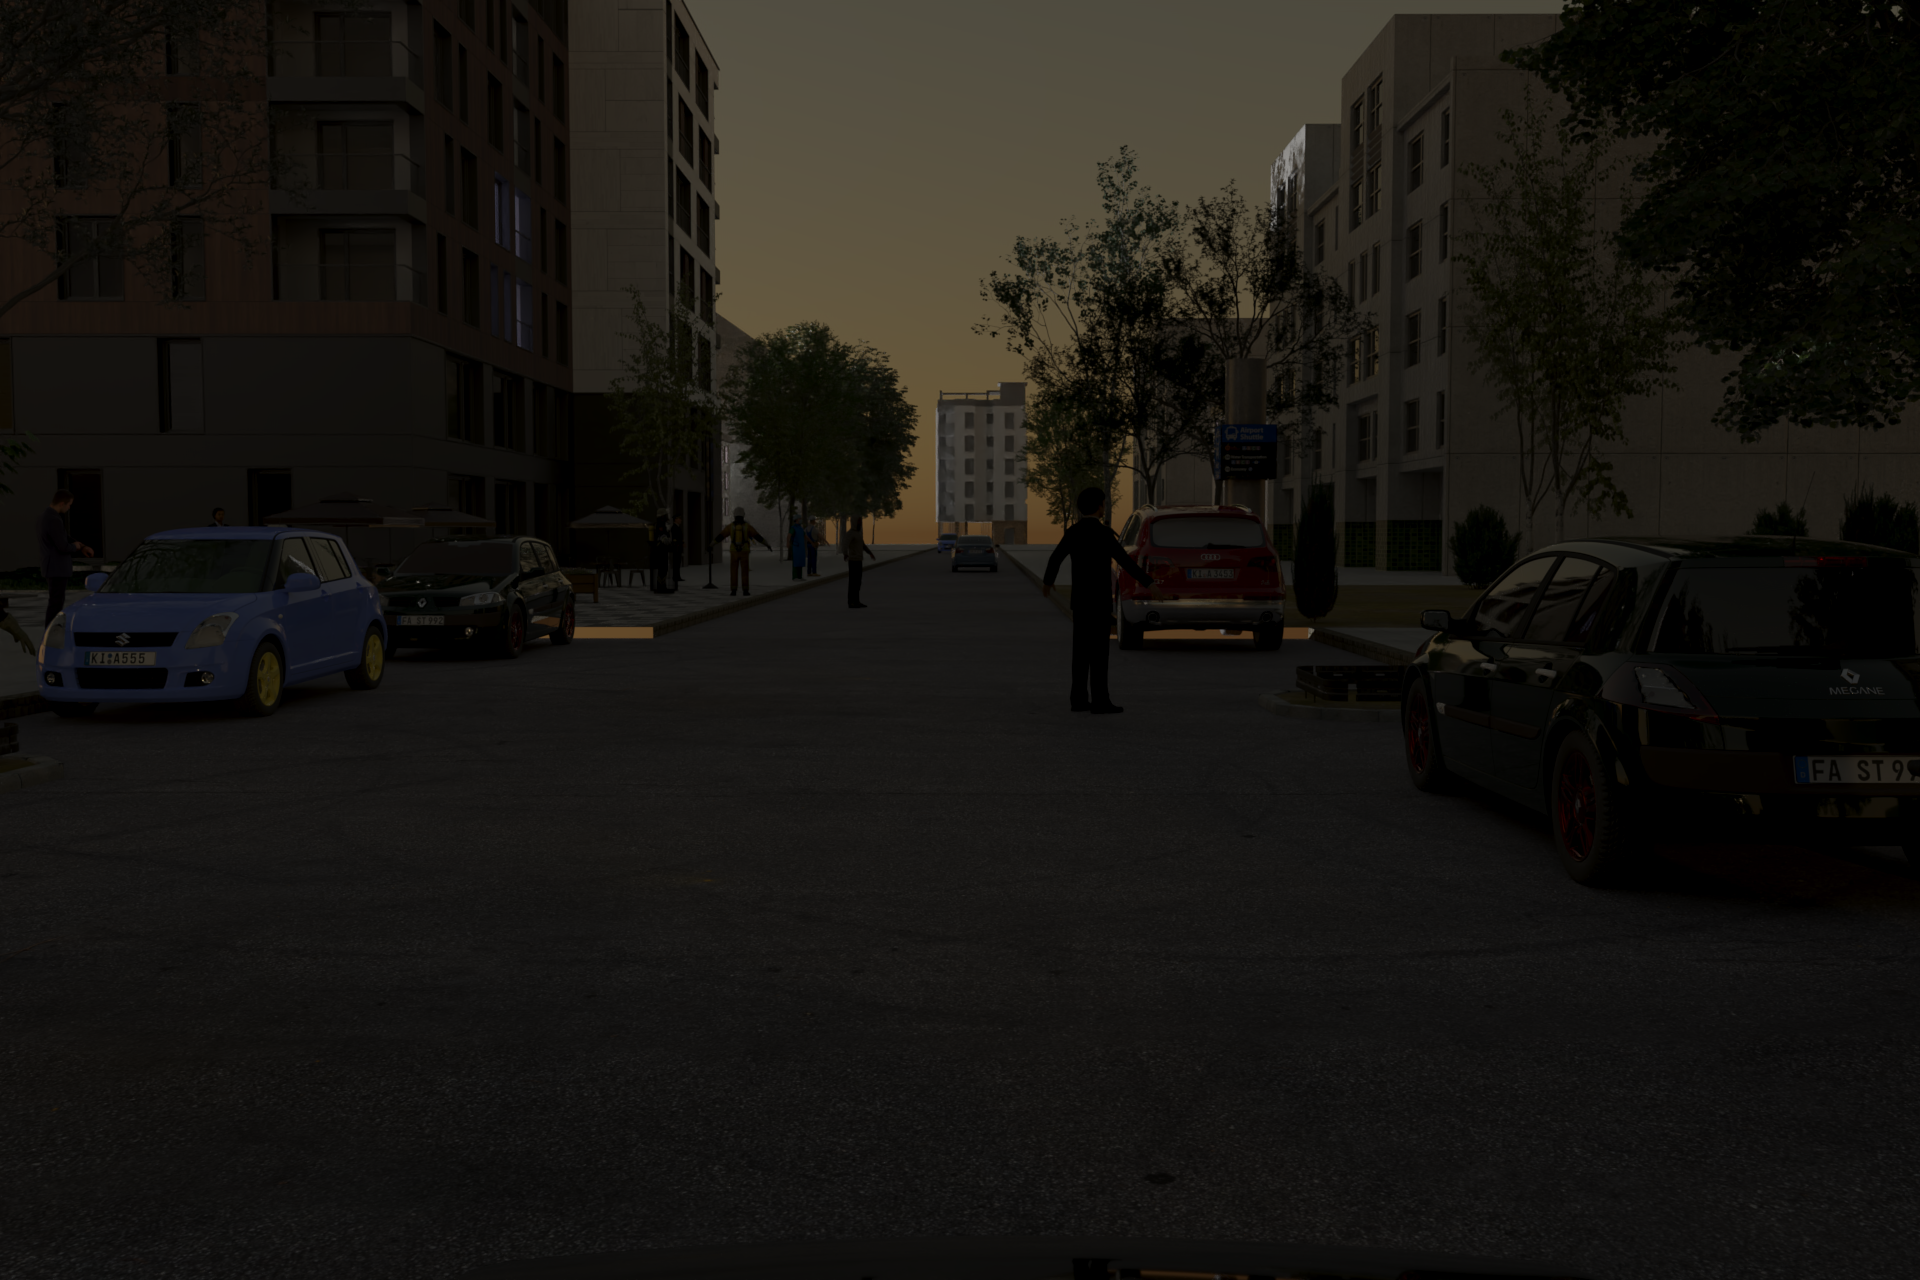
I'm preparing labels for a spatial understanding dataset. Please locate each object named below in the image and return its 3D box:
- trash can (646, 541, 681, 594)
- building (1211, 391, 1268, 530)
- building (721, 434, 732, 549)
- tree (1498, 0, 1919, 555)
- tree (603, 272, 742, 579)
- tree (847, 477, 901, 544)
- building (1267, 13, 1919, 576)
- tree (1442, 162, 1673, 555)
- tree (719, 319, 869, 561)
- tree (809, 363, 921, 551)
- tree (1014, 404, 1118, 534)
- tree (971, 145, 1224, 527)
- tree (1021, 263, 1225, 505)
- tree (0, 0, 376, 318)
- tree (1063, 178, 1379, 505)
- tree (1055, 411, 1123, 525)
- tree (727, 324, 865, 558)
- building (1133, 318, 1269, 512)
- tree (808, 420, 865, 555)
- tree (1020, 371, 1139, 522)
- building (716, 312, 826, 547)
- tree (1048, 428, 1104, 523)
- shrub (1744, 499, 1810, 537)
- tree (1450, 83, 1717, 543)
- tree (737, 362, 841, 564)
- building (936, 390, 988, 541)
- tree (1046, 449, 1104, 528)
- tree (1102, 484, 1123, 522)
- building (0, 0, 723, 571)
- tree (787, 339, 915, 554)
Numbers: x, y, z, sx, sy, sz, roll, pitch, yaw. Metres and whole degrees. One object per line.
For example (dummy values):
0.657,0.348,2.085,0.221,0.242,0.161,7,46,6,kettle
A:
-6.365,-1.564,37.221,0.748,1.137,0.748,0,3,0,trash can
21.058,-9.757,101.681,9.099,9.664,28.070,0,4,1,building
-24.165,-12.666,149.236,9.099,9.664,28.070,0,4,1,building
9.660,-6.727,16.637,9.857,13.997,8.962,0,3,0,tree
-8.338,-6.057,49.392,4.737,8.622,4.395,0,3,0,tree
-10.544,-17.223,216.005,7.601,10.594,8.767,0,4,-8,tree
23.166,-12.306,67.661,16.747,18.905,31.486,0,4,0,building
11.397,-5.172,34.921,4.360,8.622,3.978,0,3,0,tree
-7.988,-9.630,83.213,9.928,11.665,9.643,0,3,0,tree
-7.619,-13.598,128.986,9.857,13.997,8.962,0,3,0,tree
7.737,-12.188,125.028,9.928,11.665,9.643,0,3,0,tree
6.941,-14.146,87.169,12.611,20.169,13.585,0,3,0,tree
6.592,-7.648,59.453,8.767,10.594,7.601,-2,4,-31,tree
-11.433,-6.595,18.199,12.009,13.543,11.850,0,3,0,tree
6.797,-6.851,46.419,8.767,10.594,7.601,1,4,11,tree
7.801,-9.201,100.800,4.737,8.622,4.395,0,3,0,tree
-8.847,-10.750,93.884,7.486,12.596,7.792,0,3,0,tree
24.666,-17.356,150.236,16.747,18.905,31.486,0,4,1,building
-7.425,-9.473,105.242,4.360,8.622,3.978,0,3,0,tree
7.534,-11.206,108.975,9.928,11.665,9.643,0,3,0,tree
-24.068,-21.291,179.033,19.493,23.208,18.063,0,4,1,building
8.114,-10.215,117.371,4.737,8.622,4.395,0,3,0,tree
18.690,-2.168,39.493,1.661,2.075,1.752,0,3,0,shrub
10.204,-4.787,28.628,4.737,8.622,4.395,0,3,0,tree
-7.522,-7.626,75.051,4.737,8.622,4.395,0,3,0,tree
-2.719,-22.093,220.104,11.380,20.090,16.016,0,4,3,building
14.741,-18.491,220.447,7.486,12.596,7.792,0,3,0,tree
18.029,-16.134,214.159,4.737,8.622,4.395,0,3,0,tree
-24.536,-13.234,60.347,27.936,21.610,32.646,0,4,0,building
-7.821,-12.700,114.301,9.857,13.997,8.962,0,3,0,tree
